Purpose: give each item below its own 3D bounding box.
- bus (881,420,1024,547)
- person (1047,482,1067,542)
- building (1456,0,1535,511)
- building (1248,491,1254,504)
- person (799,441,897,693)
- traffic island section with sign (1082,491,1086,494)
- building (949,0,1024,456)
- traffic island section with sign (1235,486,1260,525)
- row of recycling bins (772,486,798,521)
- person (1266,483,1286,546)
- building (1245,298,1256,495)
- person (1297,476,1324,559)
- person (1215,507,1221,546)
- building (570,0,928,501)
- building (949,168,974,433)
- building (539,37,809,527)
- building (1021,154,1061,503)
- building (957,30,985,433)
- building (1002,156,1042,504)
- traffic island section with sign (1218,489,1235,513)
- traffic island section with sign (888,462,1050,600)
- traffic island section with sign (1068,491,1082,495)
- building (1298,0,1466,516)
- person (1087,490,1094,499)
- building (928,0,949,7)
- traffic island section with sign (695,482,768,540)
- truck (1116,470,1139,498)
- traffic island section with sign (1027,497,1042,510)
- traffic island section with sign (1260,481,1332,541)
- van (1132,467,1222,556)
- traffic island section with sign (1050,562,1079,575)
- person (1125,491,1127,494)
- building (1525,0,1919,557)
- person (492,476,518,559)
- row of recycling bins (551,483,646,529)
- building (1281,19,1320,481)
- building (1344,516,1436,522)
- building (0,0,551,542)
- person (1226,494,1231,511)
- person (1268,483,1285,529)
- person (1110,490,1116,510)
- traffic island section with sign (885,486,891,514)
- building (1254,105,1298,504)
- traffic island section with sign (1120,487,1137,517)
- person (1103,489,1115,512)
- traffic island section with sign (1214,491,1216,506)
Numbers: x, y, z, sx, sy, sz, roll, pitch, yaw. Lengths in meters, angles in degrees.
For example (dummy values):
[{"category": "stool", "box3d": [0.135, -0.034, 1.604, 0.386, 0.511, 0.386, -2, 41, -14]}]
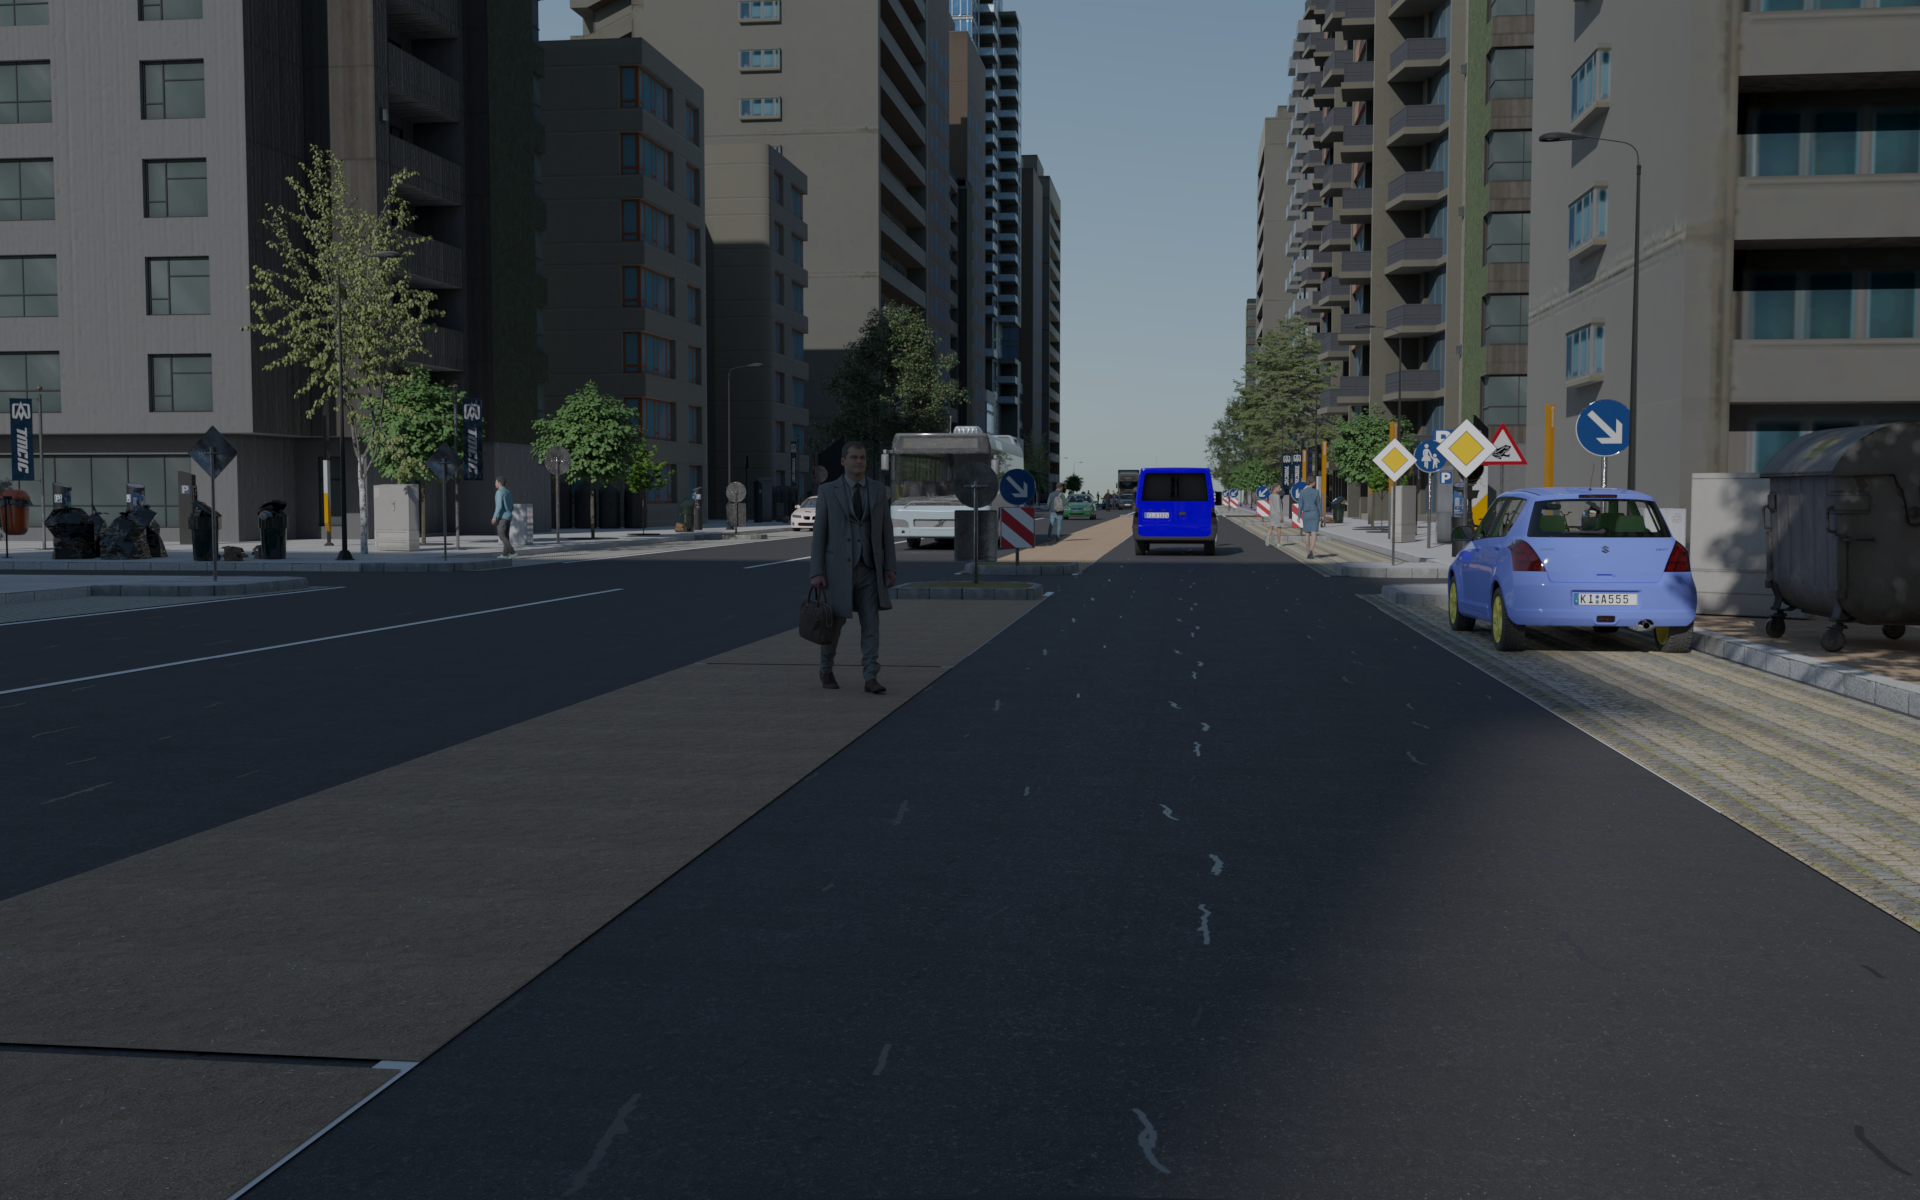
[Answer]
[{"category": "bus", "box3d": [0.096, -3.324, 49.204, 2.948, 3.499, 13.247, 0, 4, 6]}, {"category": "person", "box3d": [2.908, -2.634, 51.912, 0.623, 1.781, 0.721, 1, 4, 14]}, {"category": "building", "box3d": [24.311, -17.601, 59.473, 14.160, 30.474, 14.107, 0, 4, 7]}, {"category": "building", "box3d": [55.582, -33.143, 233.761, 32.217, 40.220, 23.993, 0, 4, 7]}, {"category": "person", "box3d": [-0.784, -0.239, 12.510, 0.694, 1.812, 0.767, -1, 4, -21]}, {"category": "traffic island section with sign", "box3d": [17.239, -14.218, 241.089, 1.989, 1.847, 2.006, 0, 4, 7]}, {"category": "building", "box3d": [-2.894, -54.835, 209.224, 22.319, 86.520, 31.000, 0, 4, 7]}, {"category": "traffic island section with sign", "box3d": [13.903, -4.381, 80.255, 1.989, 1.847, 2.006, 0, 4, 7]}, {"category": "row of recycling bins", "box3d": [-8.779, -4.786, 85.362, 1.069, 1.692, 3.534, 1, 4, 14]}, {"category": "person", "box3d": [8.563, -2.310, 47.022, 0.466, 1.731, 0.760, 2, 4, 33]}, {"category": "building", "box3d": [48.845, -29.505, 254.113, 14.160, 30.474, 14.107, 0, 4, 7]}, {"category": "person", "box3d": [7.662, -1.801, 37.972, 0.581, 1.822, 0.654, 2, 4, 25]}, {"category": "person", "box3d": [6.951, -2.128, 47.569, 0.425, 1.301, 0.394, 0, 4, 7]}, {"category": "building", "box3d": [-14.306, -30.346, 119.866, 21.300, 48.544, 21.600, 0, 4, 7]}, {"category": "building", "box3d": [-6.612, -23.300, 152.660, 14.160, 30.474, 14.107, 0, 4, 7]}, {"category": "building", "box3d": [-23.857, -14.490, 81.950, 27.650, 21.520, 28.899, 0, 4, 7]}, {"category": "building", "box3d": [3.149, -38.377, 251.165, 21.300, 48.544, 21.600, 0, 4, 7]}, {"category": "building", "box3d": [-5.247, -31.580, 166.447, 14.600, 45.320, 14.200, 0, 4, 7]}, {"category": "building", "box3d": [3.537, -35.614, 232.392, 14.600, 45.320, 14.200, 0, 4, 7]}, {"category": "traffic island section with sign", "box3d": [20.344, -7.387, 129.403, 1.989, 1.847, 2.006, 0, 4, 7]}, {"category": "traffic island section with sign", "box3d": [0.144, -0.987, 24.279, 2.006, 1.907, 1.989, 0, 4, 7]}, {"category": "traffic island section with sign", "box3d": [13.737, -12.583, 214.362, 1.989, 1.847, 2.006, 0, 4, 7]}, {"category": "building", "box3d": [37.360, -29.134, 130.971, 22.147, 44.769, 28.867, 0, 4, 7]}, {"category": "person", "box3d": [12.358, -9.671, 166.759, 1.348, 1.807, 0.705, -1, 4, -19]}, {"category": "building", "box3d": [-8.651, -29.794, 137.246, 14.600, 45.320, 14.200, 0, 4, 7]}, {"category": "traffic island section with sign", "box3d": [-7.165, -2.820, 54.734, 1.989, 1.847, 2.006, 0, 4, 7]}, {"category": "truck", "box3d": [19.560, -12.966, 200.903, 2.839, 4.237, 11.283, 0, 4, 6]}, {"category": "traffic island section with sign", "box3d": [6.485, -9.194, 158.943, 1.989, 1.847, 2.006, 0, 4, 7]}, {"category": "traffic island section with sign", "box3d": [10.408, -2.746, 53.527, 1.989, 1.847, 2.006, 0, 4, 7]}, {"category": "van", "box3d": [5.235, -2.297, 41.944, 2.240, 2.365, 5.245, 0, 4, 8]}, {"category": "traffic island section with sign", "box3d": [1.115, -1.436, 31.622, 2.006, 1.907, 1.989, 0, 4, 7]}, {"category": "person", "box3d": [17.526, -10.591, 182.215, 0.434, 1.755, 0.990, -1, 4, -10]}, {"category": "building", "box3d": [25.314, -25.482, 40.340, 21.600, 48.544, 21.300, 0, 4, 7]}, {"category": "person", "box3d": [-9.916, -1.792, 37.816, 0.620, 1.820, 0.660, 0, 4, 8]}, {"category": "row of recycling bins", "box3d": [-13.442, -3.503, 64.382, 3.534, 1.692, 1.069, 0, 4, -5]}, {"category": "building", "box3d": [41.824, -33.059, 160.116, 23.786, 49.044, 30.456, 0, 4, 7]}, {"category": "building", "box3d": [30.213, -26.554, 88.775, 22.147, 44.769, 28.867, 0, 4, 7]}, {"category": "building", "box3d": [-21.650, -17.125, 51.691, 14.160, 30.474, 14.107, 0, 4, 7]}, {"category": "person", "box3d": [21.761, -7.820, 139.586, 0.991, 1.433, 0.599, -3, 5, -42]}, {"category": "person", "box3d": [13.048, -3.877, 71.244, 0.474, 1.900, 0.648, -3, 5, -42]}, {"category": "person", "box3d": [13.533, -8.857, 153.754, 0.568, 1.767, 0.683, 2, 4, 25]}, {"category": "traffic island section with sign", "box3d": [-3.564, -4.500, 82.210, 1.989, 1.847, 2.006, 0, 4, 7]}, {"category": "building", "box3d": [47.393, -35.959, 211.625, 21.300, 48.544, 21.600, 0, 4, 7]}, {"category": "traffic island section with sign", "box3d": [10.857, -5.993, 106.129, 2.006, 1.907, 1.989, 0, 4, 7]}, {"category": "person", "box3d": [12.144, -8.148, 141.735, 1.348, 1.821, 0.705, -3, 4, -36]}, {"category": "traffic island section with sign", "box3d": [23.838, -9.022, 156.132, 1.989, 1.847, 2.006, 0, 4, 7]}]
